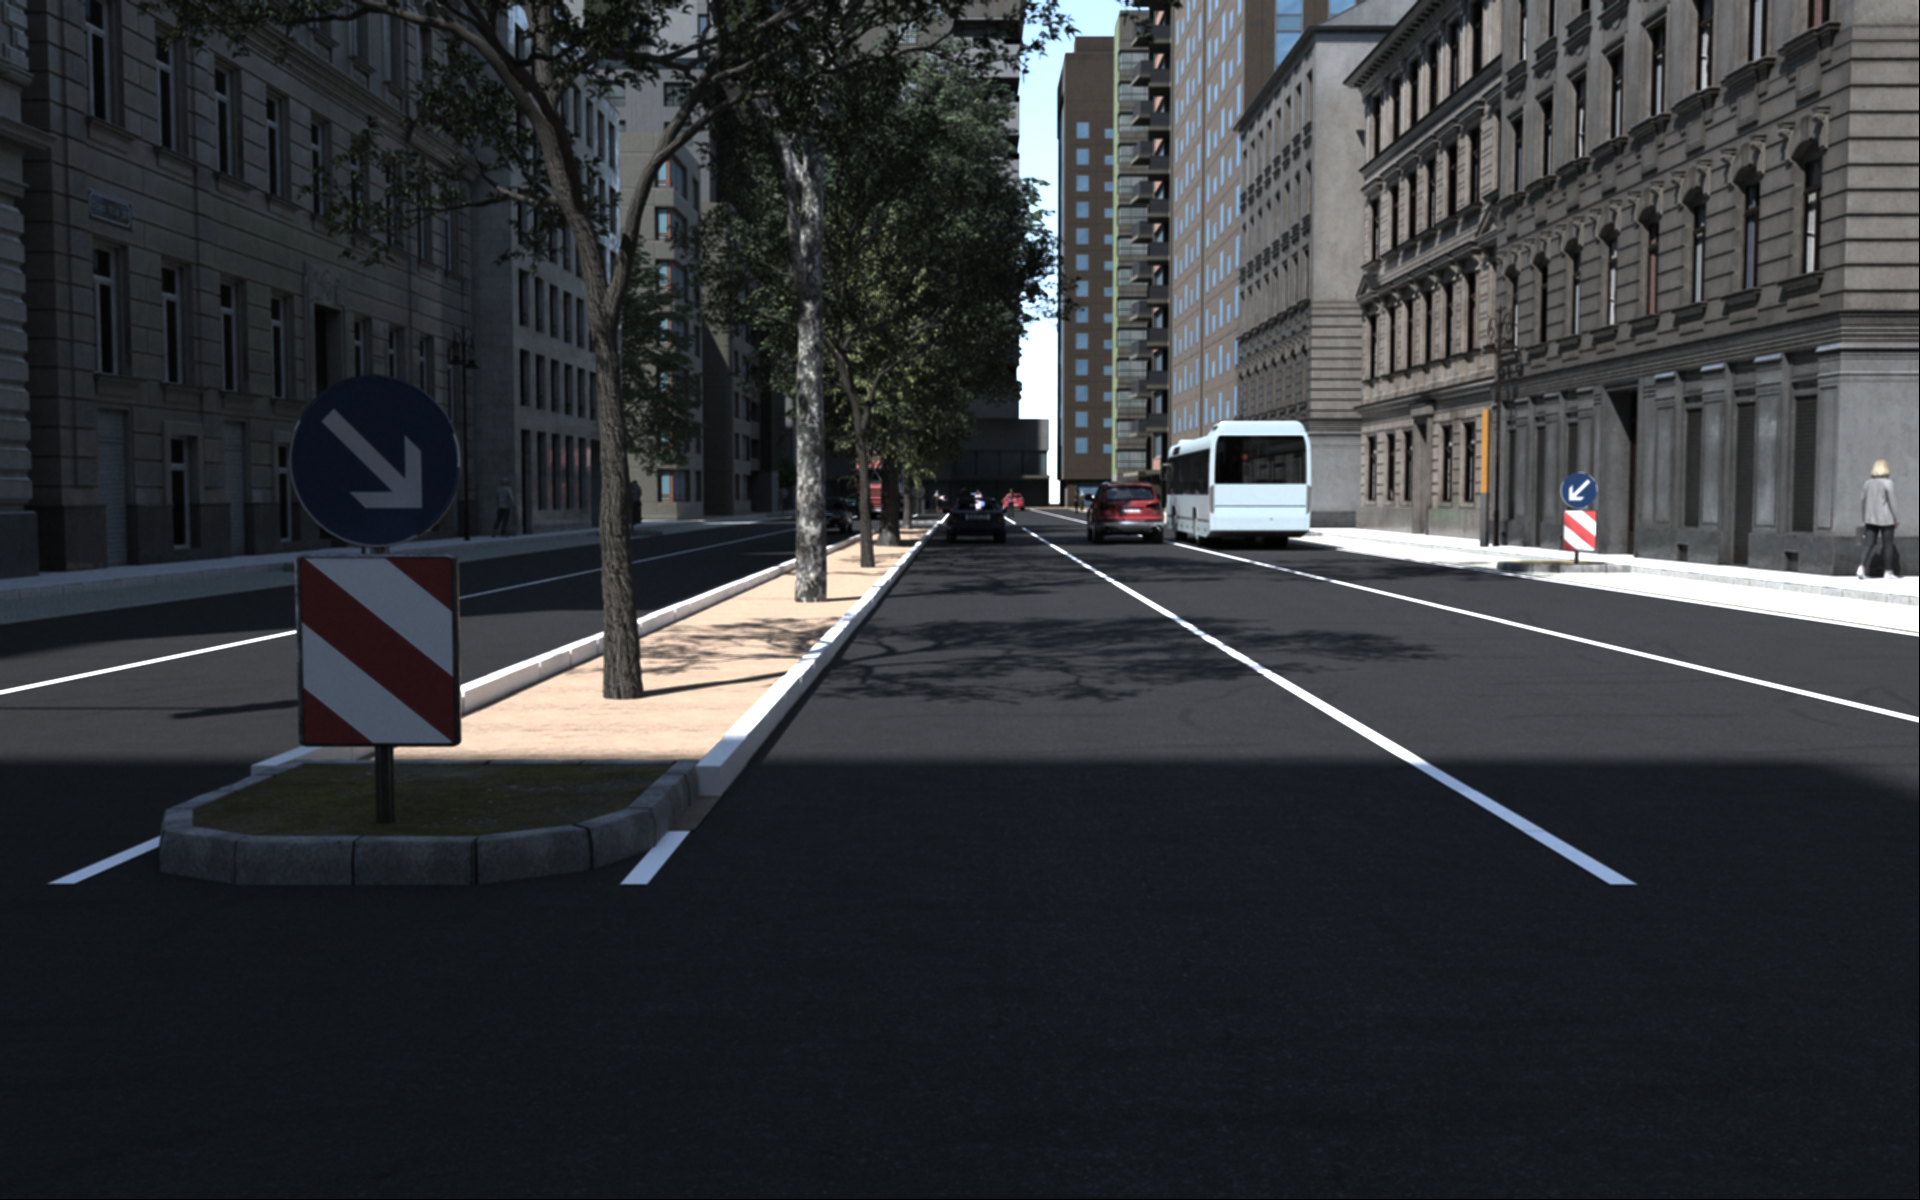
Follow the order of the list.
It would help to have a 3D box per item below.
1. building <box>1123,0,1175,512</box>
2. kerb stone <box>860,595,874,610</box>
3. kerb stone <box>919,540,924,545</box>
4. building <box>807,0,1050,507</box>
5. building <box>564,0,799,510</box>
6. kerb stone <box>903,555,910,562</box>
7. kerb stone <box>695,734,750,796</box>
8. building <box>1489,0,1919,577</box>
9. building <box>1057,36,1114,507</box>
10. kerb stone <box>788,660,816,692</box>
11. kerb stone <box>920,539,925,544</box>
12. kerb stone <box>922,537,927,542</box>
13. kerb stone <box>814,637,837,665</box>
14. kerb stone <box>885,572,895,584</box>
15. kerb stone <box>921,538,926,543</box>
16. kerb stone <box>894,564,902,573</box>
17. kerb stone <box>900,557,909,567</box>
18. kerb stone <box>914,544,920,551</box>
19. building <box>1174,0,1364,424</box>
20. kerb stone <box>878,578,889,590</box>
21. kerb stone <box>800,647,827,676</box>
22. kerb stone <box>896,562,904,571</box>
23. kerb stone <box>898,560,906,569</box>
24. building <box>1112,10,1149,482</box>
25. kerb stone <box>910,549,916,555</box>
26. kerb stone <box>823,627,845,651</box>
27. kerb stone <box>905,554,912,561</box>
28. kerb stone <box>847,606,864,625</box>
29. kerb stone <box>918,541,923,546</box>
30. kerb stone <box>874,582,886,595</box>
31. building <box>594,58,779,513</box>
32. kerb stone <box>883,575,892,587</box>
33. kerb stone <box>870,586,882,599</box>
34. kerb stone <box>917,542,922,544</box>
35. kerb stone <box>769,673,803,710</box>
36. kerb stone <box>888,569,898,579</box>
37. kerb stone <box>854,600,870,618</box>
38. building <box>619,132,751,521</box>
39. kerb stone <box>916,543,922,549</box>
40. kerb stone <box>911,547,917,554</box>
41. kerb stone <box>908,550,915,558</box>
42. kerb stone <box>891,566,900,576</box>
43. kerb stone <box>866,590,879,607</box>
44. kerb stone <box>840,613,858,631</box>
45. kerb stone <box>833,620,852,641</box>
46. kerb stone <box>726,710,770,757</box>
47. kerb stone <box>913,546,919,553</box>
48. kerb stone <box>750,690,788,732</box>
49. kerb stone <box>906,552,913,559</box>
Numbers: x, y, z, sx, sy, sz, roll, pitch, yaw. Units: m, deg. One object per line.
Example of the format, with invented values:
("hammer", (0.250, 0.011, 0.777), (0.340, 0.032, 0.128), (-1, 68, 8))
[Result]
("building", (24.269, -28.999, 128.754), (22.147, 44.769, 28.867), (0, 4, 0))
("kerb stone", (-1.154, 0.074, 20.985), (0.120, 0.150, 1.000), (0, 4, 0))
("kerb stone", (-1.079, -1.433, 45.617), (0.120, 0.150, 1.000), (0, 4, 0))
("building", (-4.966, -36.078, 179.112), (27.495, 52.752, 28.713), (0, 4, 0))
("building", (-27.648, -37.056, 147.864), (28.212, 58.520, 21.231), (0, 4, 0))
("kerb stone", (-1.115, -0.740, 34.327), (0.120, 0.150, 1.000), (0, 4, 0))
("kerb stone", (-1.188, 0.828, 8.665), (0.120, 0.150, 1.000), (0, 4, 0))
("building", (18.275, -11.377, 35.169), (9.793, 20.994, 18.267), (0, 4, 0))
("building", (17.130, -31.994, 173.207), (14.200, 45.320, 14.600), (0, 4, 0))
("kerb stone", (-1.182, 0.581, 12.775), (0.120, 0.150, 1.000), (0, 4, 0))
("kerb stone", (-1.081, -1.496, 46.647), (0.120, 0.150, 1.000), (0, 4, 0))
("kerb stone", (-1.069, -1.621, 48.692), (0.120, 0.150, 1.000), (0, 4, 0))
("kerb stone", (-1.170, 0.451, 14.827), (0.120, 0.150, 1.000), (0, 4, 0))
("kerb stone", (-1.134, -0.298, 27.144), (0.120, 0.150, 1.000), (0, 4, 0))
("kerb stone", (-1.079, -1.558, 47.669), (0.120, 0.150, 1.000), (0, 4, 0))
("kerb stone", (-1.127, -0.490, 30.227), (0.120, 0.150, 1.000), (0, 4, 0))
("kerb stone", (-1.113, -0.679, 33.301), (0.120, 0.150, 1.000), (0, 4, 0))
("kerb stone", (-1.093, -1.181, 41.507), (0.120, 0.150, 1.000), (0, 4, 0))
("building", (20.922, -27.936, 106.862), (14.600, 45.320, 14.200), (0, 4, 0))
("kerb stone", (-1.148, -0.177, 25.088), (0.120, 0.150, 1.000), (0, 4, 0))
("kerb stone", (-1.178, 0.513, 13.804), (0.120, 0.150, 1.000), (0, 4, 0))
("kerb stone", (-1.129, -0.554, 31.256), (0.120, 0.150, 1.000), (0, 4, 0))
("kerb stone", (-1.124, -0.612, 32.279), (0.120, 0.150, 1.000), (0, 4, 0))
("building", (20.158, -28.558, 150.510), (14.154, 41.232, 14.086), (0, 4, 0))
("kerb stone", (-1.098, -0.991, 38.436), (0.120, 0.150, 1.000), (0, 4, 0))
("kerb stone", (-1.173, 0.387, 15.864), (0.120, 0.150, 1.000), (0, 4, 0))
("kerb stone", (-1.111, -0.805, 35.359), (0.120, 0.150, 1.000), (0, 4, 0))
("kerb stone", (-1.166, 0.199, 18.940), (0.120, 0.150, 1.000), (0, 4, 0))
("kerb stone", (-1.086, -1.369, 44.595), (0.120, 0.150, 1.000), (0, 4, 0))
("kerb stone", (-1.151, -0.114, 24.065), (0.120, 0.150, 1.000), (0, 4, 0))
("building", (-20.233, -21.217, 118.606), (14.160, 30.474, 14.107), (0, 4, 0))
("kerb stone", (-1.150, -0.239, 26.110), (0.120, 0.150, 1.000), (0, 4, 0))
("kerb stone", (-1.154, -0.052, 23.043), (0.120, 0.150, 1.000), (0, 4, 0))
("kerb stone", (-1.088, -1.304, 43.566), (0.120, 0.150, 1.000), (0, 4, 0))
("kerb stone", (-1.189, 0.639, 11.742), (0.120, 0.150, 1.000), (0, 4, 0))
("kerb stone", (-1.130, -0.363, 28.166), (0.120, 0.150, 1.000), (0, 4, 0))
("kerb stone", (-1.159, 0.137, 19.963), (0.120, 0.150, 1.000), (0, 4, 0))
("building", (-27.434, -15.437, 97.438), (27.650, 21.520, 28.899), (0, 4, 0))
("kerb stone", (-1.080, -1.244, 42.536), (0.120, 0.150, 1.000), (0, 4, 0))
("kerb stone", (-1.104, -1.053, 39.462), (0.120, 0.150, 1.000), (0, 4, 0))
("kerb stone", (-1.105, -0.929, 37.408), (0.120, 0.150, 1.000), (0, 4, 0))
("kerb stone", (-1.136, -0.428, 29.197), (0.120, 0.150, 1.000), (0, 4, 0))
("kerb stone", (-1.147, 0.011, 22.020), (0.120, 0.150, 1.000), (0, 4, 0))
("kerb stone", (-1.175, 0.268, 17.919), (0.120, 0.150, 1.000), (0, 4, 0))
("kerb stone", (-1.171, 0.328, 16.896), (0.120, 0.150, 1.000), (0, 4, 0))
("kerb stone", (-1.192, 0.765, 9.692), (0.120, 0.150, 1.000), (0, 4, 0))
("kerb stone", (-1.102, -1.119, 40.485), (0.120, 0.150, 1.000), (0, 4, 0))
("kerb stone", (-1.191, 0.702, 10.714), (0.120, 0.150, 1.000), (0, 4, 0))
("kerb stone", (-1.110, -0.868, 36.386), (0.120, 0.150, 1.000), (0, 4, 0))
